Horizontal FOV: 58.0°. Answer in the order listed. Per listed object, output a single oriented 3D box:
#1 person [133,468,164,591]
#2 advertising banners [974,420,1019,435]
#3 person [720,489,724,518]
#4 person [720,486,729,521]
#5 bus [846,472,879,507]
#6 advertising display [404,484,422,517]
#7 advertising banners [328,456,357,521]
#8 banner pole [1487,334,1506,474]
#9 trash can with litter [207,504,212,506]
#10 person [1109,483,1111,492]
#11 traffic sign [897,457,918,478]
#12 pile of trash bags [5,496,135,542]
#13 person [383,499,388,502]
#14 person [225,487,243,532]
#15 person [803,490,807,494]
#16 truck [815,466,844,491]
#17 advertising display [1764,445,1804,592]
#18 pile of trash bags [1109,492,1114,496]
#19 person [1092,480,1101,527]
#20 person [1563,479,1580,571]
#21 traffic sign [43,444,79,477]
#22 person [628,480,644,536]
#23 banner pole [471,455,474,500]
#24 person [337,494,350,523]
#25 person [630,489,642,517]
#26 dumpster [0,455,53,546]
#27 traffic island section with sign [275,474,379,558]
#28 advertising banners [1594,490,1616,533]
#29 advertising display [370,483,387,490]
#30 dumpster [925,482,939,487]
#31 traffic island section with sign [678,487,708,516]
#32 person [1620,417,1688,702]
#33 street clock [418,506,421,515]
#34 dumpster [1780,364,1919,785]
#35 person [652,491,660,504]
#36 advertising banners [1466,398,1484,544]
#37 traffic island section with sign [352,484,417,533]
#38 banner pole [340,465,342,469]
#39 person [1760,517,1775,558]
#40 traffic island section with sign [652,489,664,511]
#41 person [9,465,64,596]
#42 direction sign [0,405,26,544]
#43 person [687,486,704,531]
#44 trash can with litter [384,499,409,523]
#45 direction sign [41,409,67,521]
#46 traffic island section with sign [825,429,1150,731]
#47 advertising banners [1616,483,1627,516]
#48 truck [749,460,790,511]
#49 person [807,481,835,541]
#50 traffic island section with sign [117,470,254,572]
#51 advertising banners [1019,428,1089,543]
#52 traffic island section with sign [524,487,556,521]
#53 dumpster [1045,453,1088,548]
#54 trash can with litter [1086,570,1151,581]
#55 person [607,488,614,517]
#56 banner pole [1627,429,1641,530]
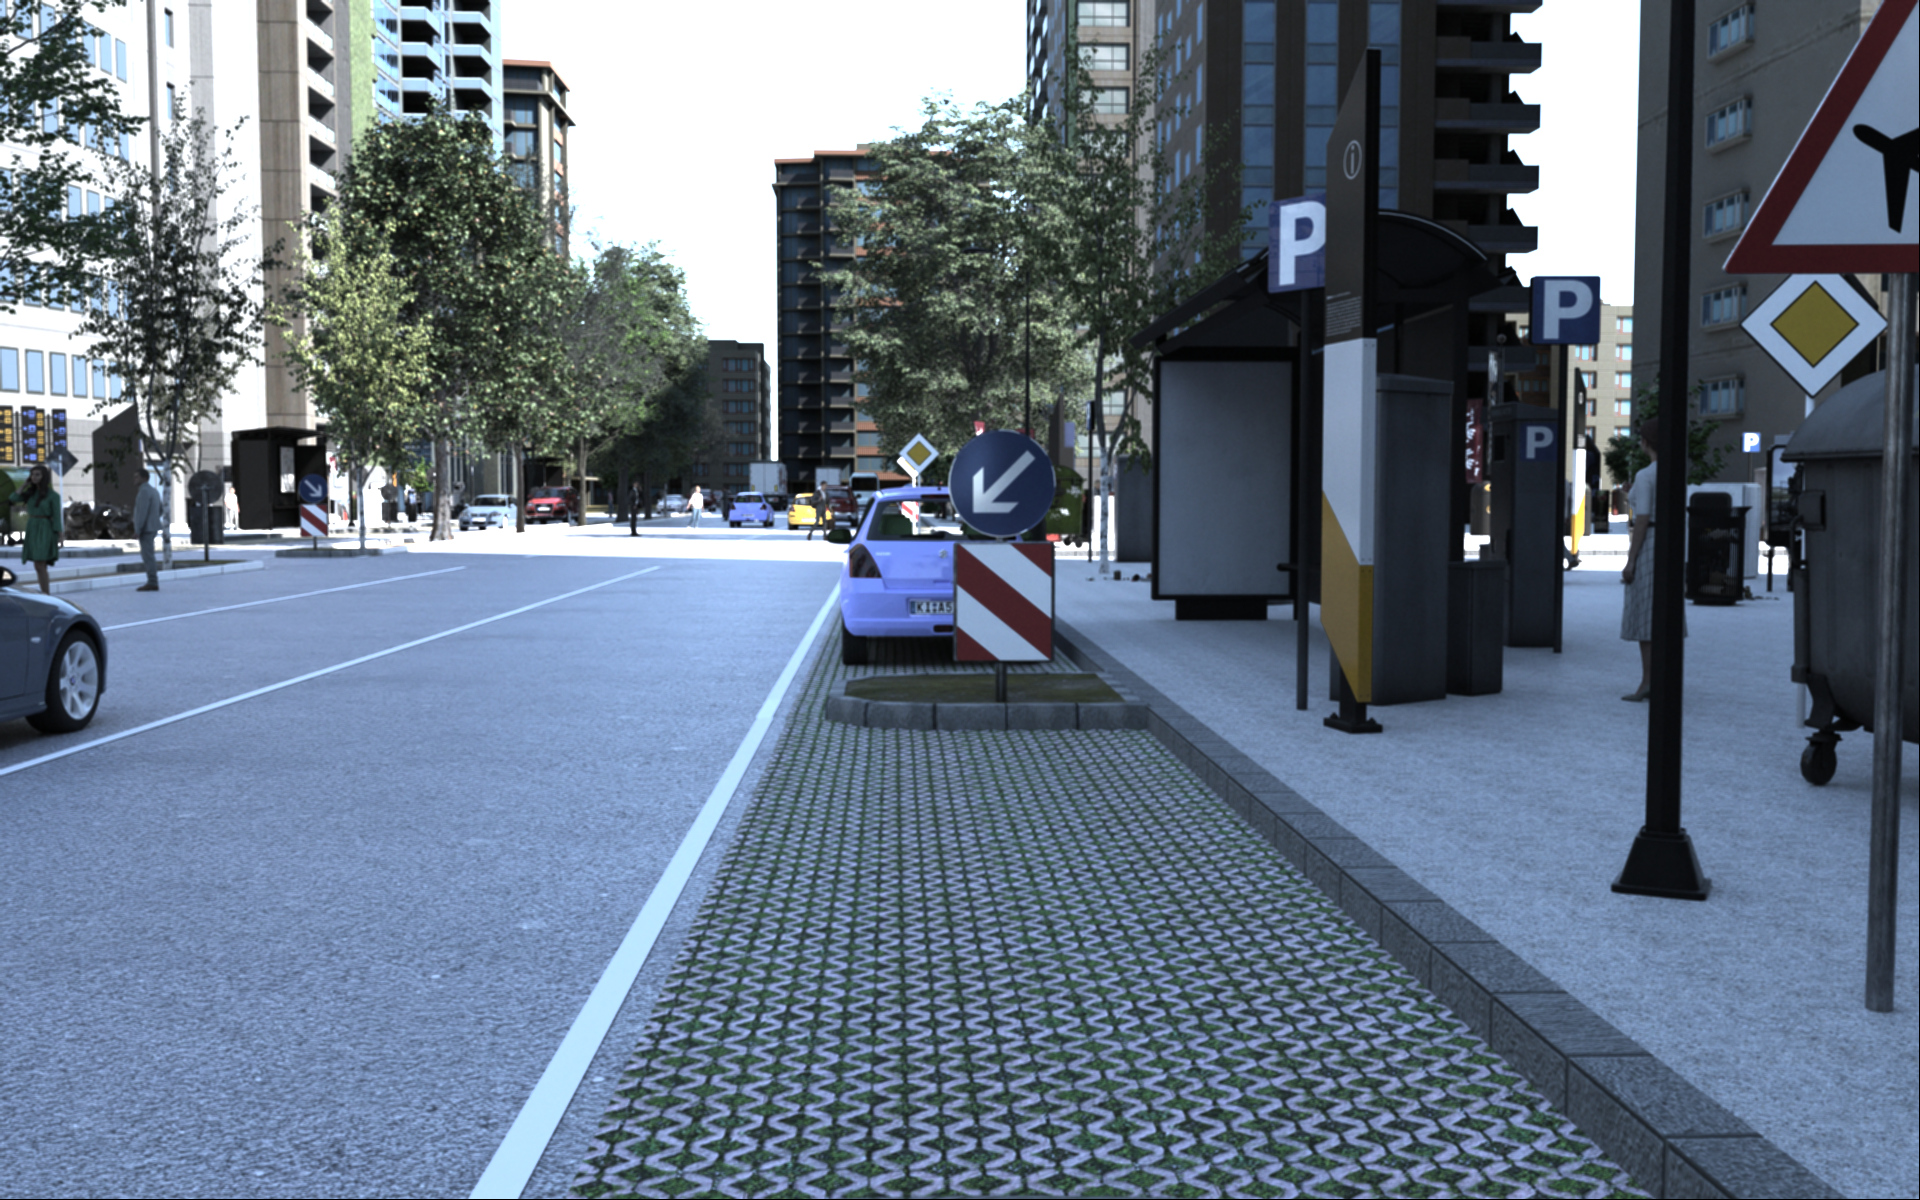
[{"bbox_3d":[-12.043,-1.044,25.674,0.391,1.810,0.635,-1,4,-16],"label":"person"},{"bbox_3d":[0.844,-2.805,42.053,0.090,3.025,2.074,2,4,30],"label":"advertising banners"},{"bbox_3d":[-14.324,-5.885,105.288,0.480,1.755,0.524,0,4,-7],"label":"person"},{"bbox_3d":[-12.638,-5.174,92.902,0.447,1.846,0.655,0,4,4],"label":"person"},{"bbox_3d":[-8.773,-9.915,156.976,2.948,3.499,13.247,0,4,-4],"label":"bus"},{"bbox_3d":[-31.102,-5.708,98.536,0.974,1.923,0.123,-1,4,-19],"label":"advertising display"},{"bbox_3d":[-29.028,-5.223,81.586,0.090,3.025,2.074,1,4,19],"label":"advertising banners"},{"bbox_3d":[8.353,-2.265,27.045,0.401,3.779,0.863,2,4,34],"label":"banner pole"},{"bbox_3d":[-28.719,-3.317,65.624,0.624,1.170,1.055,-1,4,-16],"label":"trash can with litter"},{"bbox_3d":[7.287,-4.825,84.909,0.794,1.824,0.713,-3,4,-38],"label":"person"},{"bbox_3d":[-1.067,-2.358,40.736,0.795,2.593,0.064,0,4,-2],"label":"traffic sign"},{"bbox_3d":[-24.645,-2.321,47.707,3.447,1.369,1.912,-3,4,-37],"label":"pile of trash bags"},{"bbox_3d":[-30.398,-5.268,92.042,0.638,1.841,0.748,0,4,4],"label":"person"},{"bbox_3d":[-24.817,-3.089,59.151,0.523,1.515,0.503,0,4,3],"label":"person"},{"bbox_3d":[-16.212,-10.567,181.279,1.348,1.823,0.705,1,4,15],"label":"person"},{"bbox_3d":[-13.509,-11.620,178.906,2.839,4.237,11.283,0,4,-3],"label":"truck"},{"bbox_3d":[11.071,-1.069,22.696,0.974,1.923,0.123,0,4,5],"label":"advertising display"},{"bbox_3d":[6.865,-3.884,73.257,1.912,1.369,3.447,-1,4,-16],"label":"pile of trash bags"},{"bbox_3d":[5.032,-3.486,63.222,0.728,1.800,0.709,3,5,42],"label":"person"},{"bbox_3d":[10.052,-1.407,29.161,0.853,1.813,0.709,2,4,35],"label":"person"},{"bbox_3d":[-20.747,-2.312,39.987,0.795,2.593,0.064,0,4,-2],"label":"traffic sign"},{"bbox_3d":[-10.990,-3.118,58.842,0.474,1.900,0.648,0,4,2],"label":"person"},{"bbox_3d":[-31.651,-7.495,112.555,0.401,3.779,0.863,-1,4,-13],"label":"banner pole"},{"bbox_3d":[-27.073,-4.175,76.109,0.589,1.601,0.330,0,4,-1],"label":"person"},{"bbox_3d":[-18.827,-5.593,100.697,0.760,1.731,0.466,0,4,6],"label":"person"},{"bbox_3d":[-23.759,-2.483,43.097,1.502,2.255,1.985,0,4,-2],"label":"dumpster"},{"bbox_3d":[-14.688,-1.946,39.947,2.006,1.907,1.989,0,4,-2],"label":"traffic island section with sign"},{"bbox_3d":[20.314,-3.709,56.826,2.074,3.025,0.090,1,4,10],"label":"advertising banners"},{"bbox_3d":[-33.239,-5.742,99.099,0.974,1.923,0.123,-3,5,-40],"label":"advertising display"},{"bbox_3d":[-1.728,-6.768,113.157,1.502,2.255,1.985,0,4,-2],"label":"dumpster"},{"bbox_3d":[-17.645,-6.538,115.027,2.006,1.907,1.989,0,4,-2],"label":"traffic island section with sign"},{"bbox_3d":[4.255,-0.256,10.792,0.480,1.755,0.524,-3,4,-37],"label":"person"},{"bbox_3d":[-33.899,-6.360,108.562,0.358,2.002,0.471,0,4,-3],"label":"street clock"},{"bbox_3d":[4.320,-0.070,6.906,1.264,1.857,1.865,0,4,-2],"label":"dumpster"},{"bbox_3d":[-34.308,-11.531,197.047,1.348,1.821,0.705,0,4,-6],"label":"person"},{"bbox_3d":[8.780,-2.212,32.353,2.074,3.025,0.090,3,5,44],"label":"advertising banners"},{"bbox_3d":[-21.417,-3.426,64.650,1.989,1.847,2.006,0,4,-2],"label":"traffic island section with sign"},{"bbox_3d":[-31.995,-6.109,89.906,0.401,3.779,0.863,-3,5,-43],"label":"banner pole"},{"bbox_3d":[18.132,-1.825,38.307,0.622,1.834,0.822,-2,4,-27],"label":"person"},{"bbox_3d":[-24.456,-8.191,142.545,1.989,1.847,2.006,0,4,-2],"label":"traffic island section with sign"},{"bbox_3d":[-11.446,-0.786,21.606,0.600,1.795,0.529,0,4,-5],"label":"person"},{"bbox_3d":[-24.152,-3.208,44.453,0.876,3.537,0.379,-1,4,-23],"label":"direction sign"},{"bbox_3d":[-10.374,-3.554,67.281,0.598,1.740,0.731,2,4,30],"label":"person"},{"bbox_3d":[-25.489,-4.057,77.385,1.678,1.210,2.233,-1,4,-14],"label":"trash can with litter"},{"bbox_3d":[-24.182,-3.305,46.038,0.876,3.537,0.379,-1,4,-10],"label":"direction sign"},{"bbox_3d":[0.125,-0.168,11.375,1.989,1.847,2.006,0,4,-2],"label":"traffic island section with sign"},{"bbox_3d":[38.342,-6.428,101.289,0.090,3.025,2.074,-2,4,-25],"label":"advertising banners"},{"bbox_3d":[-16.344,-9.786,148.917,2.839,4.237,11.283,0,4,-2],"label":"truck"},{"bbox_3d":[-4.247,-2.719,52.917,0.822,1.834,0.622,3,5,41],"label":"person"},{"bbox_3d":[-14.407,-1.493,32.545,2.006,1.907,1.989,0,4,-2],"label":"traffic island section with sign"},{"bbox_3d":[2.469,-3.029,45.719,2.074,3.025,0.090,1,4,17],"label":"advertising banners"},{"bbox_3d":[-22.472,-5.074,91.588,1.989,1.847,2.006,0,4,-2],"label":"traffic island section with sign"},{"bbox_3d":[2.240,-2.391,41.588,1.502,2.255,1.985,0,4,-2],"label":"dumpster"},{"bbox_3d":[3.007,-0.900,25.773,2.233,1.210,1.678,1,4,8],"label":"trash can with litter"},{"bbox_3d":[-21.460,-5.989,106.429,0.388,1.821,0.555,-2,4,-32],"label":"person"},{"bbox_3d":[23.954,-4.357,61.250,0.401,3.779,0.863,0,4,-2],"label":"banner pole"}]
